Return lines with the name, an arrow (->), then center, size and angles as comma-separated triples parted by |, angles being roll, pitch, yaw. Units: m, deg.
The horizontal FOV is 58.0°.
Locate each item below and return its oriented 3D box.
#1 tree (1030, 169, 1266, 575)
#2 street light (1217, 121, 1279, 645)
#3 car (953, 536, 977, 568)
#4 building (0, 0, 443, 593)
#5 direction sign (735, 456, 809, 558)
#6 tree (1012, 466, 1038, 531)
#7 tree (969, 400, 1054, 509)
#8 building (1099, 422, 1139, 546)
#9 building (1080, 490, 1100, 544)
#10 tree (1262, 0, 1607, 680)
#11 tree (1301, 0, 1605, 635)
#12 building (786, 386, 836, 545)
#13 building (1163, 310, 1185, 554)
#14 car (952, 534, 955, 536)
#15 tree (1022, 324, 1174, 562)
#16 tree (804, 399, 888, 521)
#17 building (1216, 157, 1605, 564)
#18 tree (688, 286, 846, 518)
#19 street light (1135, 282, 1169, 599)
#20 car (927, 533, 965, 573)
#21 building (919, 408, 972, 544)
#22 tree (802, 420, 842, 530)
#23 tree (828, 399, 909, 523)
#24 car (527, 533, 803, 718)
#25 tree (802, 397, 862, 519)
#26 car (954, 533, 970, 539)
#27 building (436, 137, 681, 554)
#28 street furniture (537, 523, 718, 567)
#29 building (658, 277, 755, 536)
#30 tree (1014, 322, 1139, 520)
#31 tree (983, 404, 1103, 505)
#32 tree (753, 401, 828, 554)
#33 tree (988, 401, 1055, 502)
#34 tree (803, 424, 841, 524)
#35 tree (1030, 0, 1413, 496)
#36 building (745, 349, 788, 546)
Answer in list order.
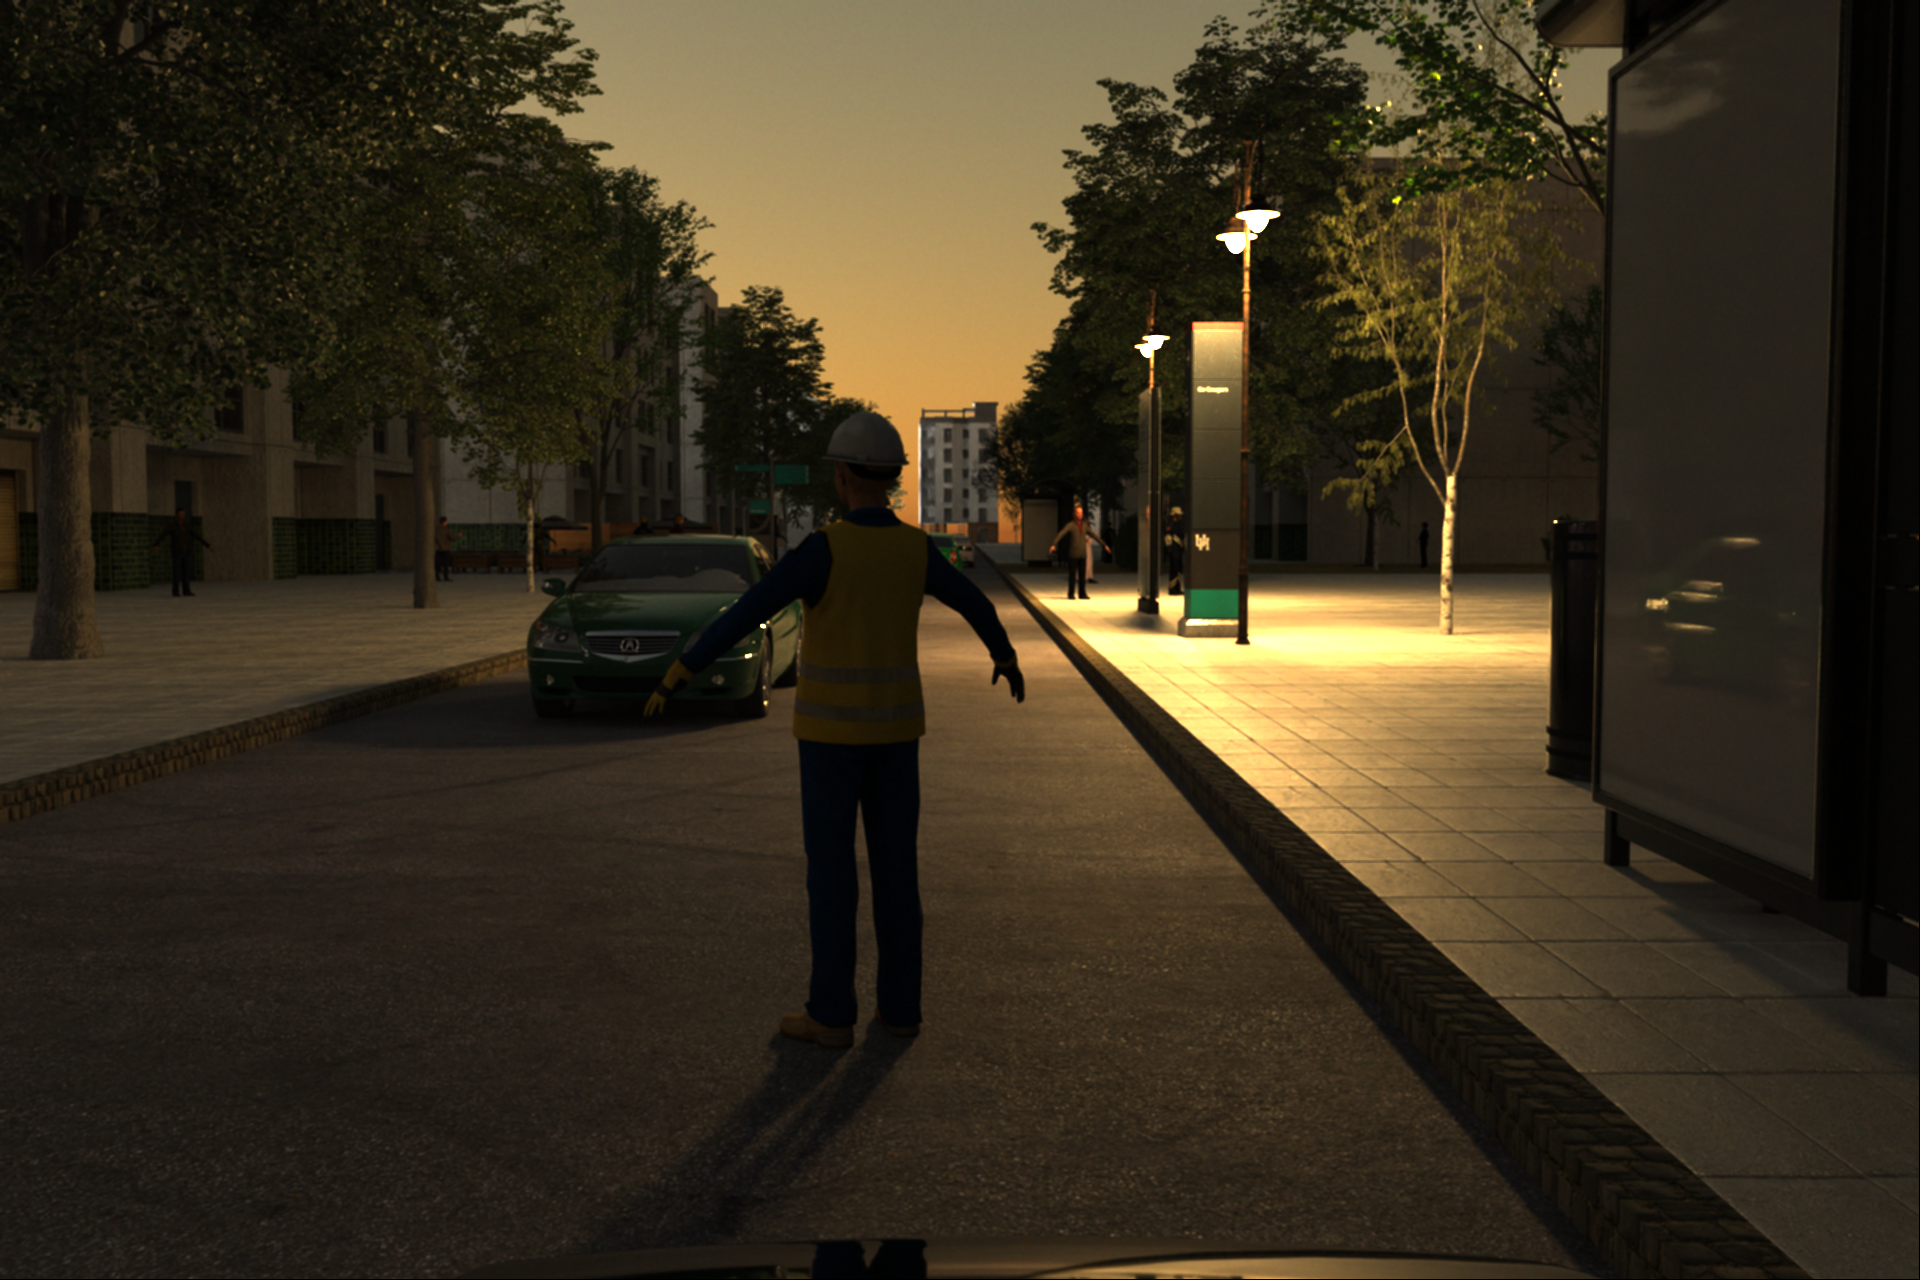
tree -> 6.101, -8.367, 54.923 | 7.486, 12.596, 7.792 | 0, 3, 0
street light -> 3.292, -2.887, 19.986 | 0.468, 5.910, 1.993 | 0, 4, 0
car -> -0.309, -3.866, 75.564 | 2.083, 1.381, 4.827 | 0, 4, 0
building -> -27.251, -11.045, 47.042 | 16.747, 18.905, 31.486 | 0, 3, 0
direction sign -> -6.468, -4.366, 60.153 | 2.525, 3.948, 1.411 | 0, 4, -1
tree -> 6.098, -11.726, 142.076 | 4.360, 8.622, 3.978 | 0, 3, 0
tree -> 5.903, -15.104, 157.316 | 12.009, 13.543, 11.850 | 0, 3, 0
building -> 24.672, -19.582, 186.621 | 16.747, 18.905, 31.486 | 0, 3, 0
building -> 20.825, -17.212, 223.561 | 9.099, 9.664, 28.070 | 0, 4, 0
tree -> 5.784, -5.414, 14.267 | 9.928, 11.665, 9.643 | 0, 3, 0
tree -> 6.138, -4.359, 21.634 | 4.360, 8.622, 3.978 | 0, 3, 0
building -> -25.441, -23.501, 215.170 | 19.493, 23.208, 18.063 | 0, 4, 1
building -> 22.893, -17.696, 120.261 | 19.493, 23.208, 18.063 | 0, 4, 0
car -> -1.025, -8.359, 146.458 | 2.009, 1.686, 4.222 | 0, 4, -1
tree -> 6.777, -9.344, 78.533 | 9.928, 11.665, 9.643 | 0, 3, 0
tree -> -8.844, -12.644, 132.489 | 9.928, 11.665, 9.643 | 0, 3, 0
building -> 23.514, -13.678, 90.100 | 16.747, 18.905, 31.486 | 0, 4, 0
tree -> -9.170, -9.897, 79.947 | 7.486, 12.596, 7.792 | 0, 3, 0
street light -> 3.533, -3.622, 32.007 | 0.468, 5.910, 1.993 | 0, 4, 0
car -> -0.831, -2.477, 49.303 | 1.959, 1.807, 4.718 | 0, 4, 0
building -> -5.484, -23.999, 251.252 | 11.380, 20.090, 16.016 | -1, 4, -9
tree -> -8.766, -9.700, 108.955 | 4.737, 8.622, 4.395 | 0, 3, 0
tree -> -9.600, -15.591, 161.565 | 9.857, 13.997, 8.962 | 0, 3, 0
car -> -2.413, -0.197, 15.027 | 2.131, 1.459, 4.920 | 0, 3, 0
tree -> -9.906, -13.806, 143.850 | 7.486, 12.596, 7.792 | 0, 3, 0
car -> -0.177, -9.110, 157.980 | 2.155, 1.783, 4.494 | 0, 4, -1
building -> -26.032, -13.869, 93.215 | 16.747, 18.905, 31.486 | 0, 4, 0
street furniture -> -13.769, -3.820, 69.303 | 9.812, 1.723, 11.010 | -3, 5, -42
building -> -26.210, -16.442, 135.283 | 16.747, 18.905, 31.486 | 0, 4, 0
tree -> 6.311, -10.521, 90.142 | 7.486, 12.596, 7.792 | 0, 3, 0
tree -> 5.944, -10.967, 113.716 | 8.767, 10.594, 7.601 | -1, 4, -13
tree -> -9.149, -8.738, 93.230 | 4.737, 8.622, 4.395 | 0, 3, 0
tree -> 6.012, -12.734, 133.951 | 9.928, 11.665, 9.643 | 0, 3, 0
tree -> -9.297, -10.033, 114.400 | 4.737, 8.622, 4.395 | 0, 3, 0
tree -> 6.481, -8.316, 42.621 | 9.857, 13.997, 8.962 | 0, 3, 0
building -> -24.028, -19.630, 177.370 | 16.016, 20.090, 11.380 | 0, 4, 1
